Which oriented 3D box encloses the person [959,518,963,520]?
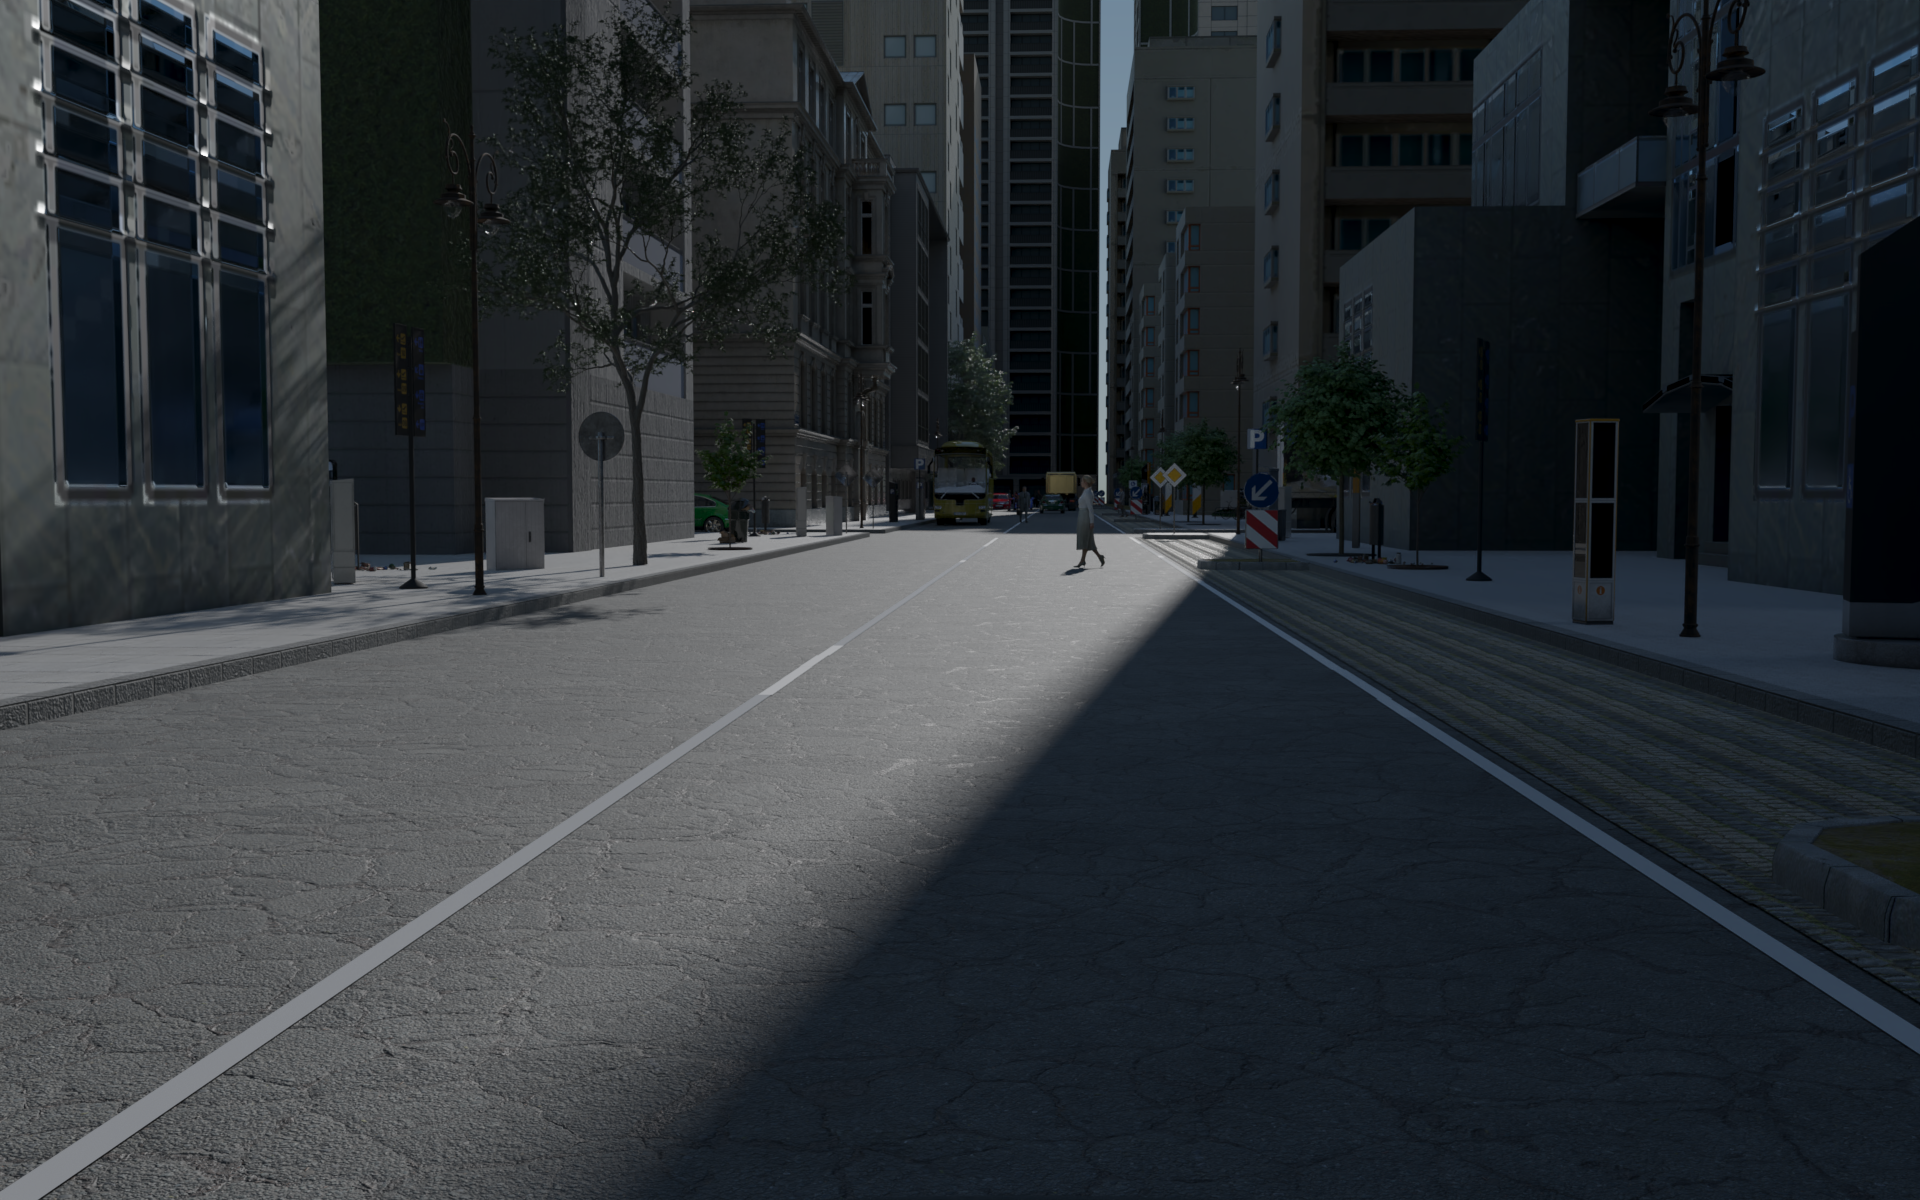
[{"bbox_3d":[0.052,-5.342,95.962,0.709,1.813,0.853,-2,4,-25],"label":"person"}]

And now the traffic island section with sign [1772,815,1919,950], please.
[{"bbox_3d":[3.954,0.171,5.835,1.989,1.847,2.006,0,4,3],"label":"traffic island section with sign"}]

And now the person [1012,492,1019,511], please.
[{"bbox_3d":[4.673,-8.350,146.489,0.593,1.643,0.415,0,4,5],"label":"person"}]

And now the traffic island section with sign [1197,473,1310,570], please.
[{"bbox_3d":[5.592,-1.506,33.252,1.989,1.847,2.006,0,4,3],"label":"traffic island section with sign"}]

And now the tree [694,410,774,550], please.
[{"bbox_3d":[-5.397,-2.772,39.929,1.663,3.219,1.824,0,3,0],"label":"tree"}]

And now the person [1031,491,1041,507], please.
[{"bbox_3d":[8.337,-11.166,191.204,1.348,1.807,0.705,1,4,23],"label":"person"}]

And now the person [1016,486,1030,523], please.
[{"bbox_3d":[3.203,-4.792,86.947,0.694,1.812,0.767,-1,4,-9],"label":"person"}]

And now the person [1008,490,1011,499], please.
[{"bbox_3d":[5.085,-10.264,176.403,0.705,1.814,1.350,0,4,2],"label":"person"}]

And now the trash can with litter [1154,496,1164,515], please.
[{"bbox_3d":[12.192,-5.788,106.013,0.624,1.170,1.055,0,4,2],"label":"trash can with litter"}]

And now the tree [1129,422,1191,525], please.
[{"bbox_3d":[10.218,-5.405,72.089,4.285,4.588,4.351,0,3,0],"label":"tree"}]

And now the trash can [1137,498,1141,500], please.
[{"bbox_3d":[13.958,-7.488,134.089,0.748,1.137,0.748,0,3,0],"label":"trash can"}]

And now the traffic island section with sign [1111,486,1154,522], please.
[{"bbox_3d":[8.838,-4.869,88.237,1.989,1.847,2.006,0,4,3],"label":"traffic island section with sign"}]

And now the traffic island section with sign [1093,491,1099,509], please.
[{"bbox_3d":[13.418,-9.604,165.654,1.989,1.847,2.006,0,4,3],"label":"traffic island section with sign"}]

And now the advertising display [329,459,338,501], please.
[{"bbox_3d":[-12.107,-1.662,32.393,0.974,1.923,0.123,1,4,10],"label":"advertising display"}]

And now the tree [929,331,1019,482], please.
[{"bbox_3d":[-0.295,-13.965,134.990,9.857,13.997,8.962,0,3,0],"label":"tree"}]

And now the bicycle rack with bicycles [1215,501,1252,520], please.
[{"bbox_3d":[14.272,-4.505,87.045,2.925,0.926,2.852,-2,4,-25],"label":"bicycle rack with bicycles"}]

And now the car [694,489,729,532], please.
[{"bbox_3d":[-9.703,-3.116,59.736,4.718,1.807,1.959,0,4,1],"label":"car"}]

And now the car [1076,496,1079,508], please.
[{"bbox_3d":[11.670,-10.466,183.115,2.014,1.417,4.499,0,4,4],"label":"car"}]

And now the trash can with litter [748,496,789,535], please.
[{"bbox_3d":[-6.275,-2.690,55.033,1.678,1.210,2.233,-1,4,-9],"label":"trash can with litter"}]

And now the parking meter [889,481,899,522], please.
[{"bbox_3d":[-3.015,-4.475,78.882,0.399,1.863,0.255,2,4,28],"label":"parking meter"}]

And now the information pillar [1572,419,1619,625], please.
[{"bbox_3d":[6.258,-0.769,17.069,0.304,2.012,0.304,0,4,-7],"label":"information pillar"}]

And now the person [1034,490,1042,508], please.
[{"bbox_3d":[7.988,-10.237,176.018,1.348,1.807,0.705,-3,4,-37],"label":"person"}]

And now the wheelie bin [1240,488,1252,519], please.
[{"bbox_3d":[14.778,-5.003,89.714,0.693,1.594,0.980,-3,5,-44],"label":"wheelie bin"}]

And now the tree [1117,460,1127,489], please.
[{"bbox_3d":[14.444,-9.602,140.704,4.285,4.588,4.351,0,3,0],"label":"tree"}]

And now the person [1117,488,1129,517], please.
[{"bbox_3d":[10.105,-6.082,108.057,0.853,1.813,0.709,-1,4,-15],"label":"person"}]

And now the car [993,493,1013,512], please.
[{"bbox_3d":[3.299,-8.211,143.284,2.155,1.783,4.494,0,4,3],"label":"car"}]

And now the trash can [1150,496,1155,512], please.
[{"bbox_3d":[13.919,-6.868,123.949,0.748,1.137,0.748,0,3,0],"label":"trash can"}]

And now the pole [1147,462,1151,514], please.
[{"bbox_3d":[12.192,-7.212,111.757,0.158,3.312,0.155,0,3,0],"label":"pole"}]

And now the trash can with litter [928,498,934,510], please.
[{"bbox_3d":[-2.149,-7.720,137.286,2.233,1.210,1.678,3,4,37],"label":"trash can with litter"}]

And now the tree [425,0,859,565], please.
[{"bbox_3d":[-5.683,-5.926,31.300,8.767,10.594,7.601,1,4,12],"label":"tree"}]

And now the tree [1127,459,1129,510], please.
[{"bbox_3d":[10.342,-5.825,78.950,4.285,4.588,4.351,0,3,0],"label":"tree"}]

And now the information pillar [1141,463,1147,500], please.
[{"bbox_3d":[13.818,-8.457,129.624,0.504,3.616,0.183,-1,4,-19],"label":"information pillar"}]

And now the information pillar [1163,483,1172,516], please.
[{"bbox_3d":[12.136,-6.702,100.932,0.504,3.616,0.183,-3,5,-39],"label":"information pillar"}]

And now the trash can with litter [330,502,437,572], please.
[{"bbox_3d":[-9.960,-1.098,29.004,2.233,1.210,1.678,0,4,-8],"label":"trash can with litter"}]

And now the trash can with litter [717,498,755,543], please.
[{"bbox_3d":[-5.886,-2.082,45.435,0.624,1.170,1.055,2,4,24],"label":"trash can with litter"}]

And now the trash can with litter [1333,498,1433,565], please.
[{"bbox_3d":[7.816,-1.306,32.413,1.678,1.210,2.233,0,4,1],"label":"trash can with litter"}]

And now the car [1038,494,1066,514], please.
[{"bbox_3d":[6.834,-7.137,128.485,2.131,1.459,4.920,0,4,2],"label":"car"}]

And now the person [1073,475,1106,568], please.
[{"bbox_3d":[2.533,-1.530,33.747,0.641,1.798,0.478,1,4,17],"label":"person"}]

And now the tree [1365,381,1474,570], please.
[{"bbox_3d":[7.750,-2.150,29.760,1.663,3.219,1.824,0,3,0],"label":"tree"}]

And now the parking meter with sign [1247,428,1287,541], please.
[{"bbox_3d":[8.342,-3.095,46.866,0.543,3.016,1.738,2,4,31],"label":"parking meter with sign"}]

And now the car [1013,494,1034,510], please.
[{"bbox_3d":[5.674,-8.909,155.246,1.945,1.707,3.694,0,4,3],"label":"car"}]

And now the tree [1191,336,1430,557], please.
[{"bbox_3d":[7.911,-3.203,36.081,4.285,4.588,4.351,0,3,0],"label":"tree"}]

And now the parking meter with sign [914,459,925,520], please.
[{"bbox_3d":[-1.957,-5.474,85.755,0.543,3.016,1.738,0,4,1],"label":"parking meter with sign"}]

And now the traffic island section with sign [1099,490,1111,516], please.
[{"bbox_3d":[10.459,-6.535,115.469,1.989,1.847,2.006,0,4,3],"label":"traffic island section with sign"}]

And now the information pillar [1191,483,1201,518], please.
[{"bbox_3d":[12.770,-6.245,93.463,0.504,3.616,0.183,-1,4,-17],"label":"information pillar"}]

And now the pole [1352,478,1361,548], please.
[{"bbox_3d":[9.398,-2.885,41.010,0.158,3.312,0.155,0,3,0],"label":"pole"}]
